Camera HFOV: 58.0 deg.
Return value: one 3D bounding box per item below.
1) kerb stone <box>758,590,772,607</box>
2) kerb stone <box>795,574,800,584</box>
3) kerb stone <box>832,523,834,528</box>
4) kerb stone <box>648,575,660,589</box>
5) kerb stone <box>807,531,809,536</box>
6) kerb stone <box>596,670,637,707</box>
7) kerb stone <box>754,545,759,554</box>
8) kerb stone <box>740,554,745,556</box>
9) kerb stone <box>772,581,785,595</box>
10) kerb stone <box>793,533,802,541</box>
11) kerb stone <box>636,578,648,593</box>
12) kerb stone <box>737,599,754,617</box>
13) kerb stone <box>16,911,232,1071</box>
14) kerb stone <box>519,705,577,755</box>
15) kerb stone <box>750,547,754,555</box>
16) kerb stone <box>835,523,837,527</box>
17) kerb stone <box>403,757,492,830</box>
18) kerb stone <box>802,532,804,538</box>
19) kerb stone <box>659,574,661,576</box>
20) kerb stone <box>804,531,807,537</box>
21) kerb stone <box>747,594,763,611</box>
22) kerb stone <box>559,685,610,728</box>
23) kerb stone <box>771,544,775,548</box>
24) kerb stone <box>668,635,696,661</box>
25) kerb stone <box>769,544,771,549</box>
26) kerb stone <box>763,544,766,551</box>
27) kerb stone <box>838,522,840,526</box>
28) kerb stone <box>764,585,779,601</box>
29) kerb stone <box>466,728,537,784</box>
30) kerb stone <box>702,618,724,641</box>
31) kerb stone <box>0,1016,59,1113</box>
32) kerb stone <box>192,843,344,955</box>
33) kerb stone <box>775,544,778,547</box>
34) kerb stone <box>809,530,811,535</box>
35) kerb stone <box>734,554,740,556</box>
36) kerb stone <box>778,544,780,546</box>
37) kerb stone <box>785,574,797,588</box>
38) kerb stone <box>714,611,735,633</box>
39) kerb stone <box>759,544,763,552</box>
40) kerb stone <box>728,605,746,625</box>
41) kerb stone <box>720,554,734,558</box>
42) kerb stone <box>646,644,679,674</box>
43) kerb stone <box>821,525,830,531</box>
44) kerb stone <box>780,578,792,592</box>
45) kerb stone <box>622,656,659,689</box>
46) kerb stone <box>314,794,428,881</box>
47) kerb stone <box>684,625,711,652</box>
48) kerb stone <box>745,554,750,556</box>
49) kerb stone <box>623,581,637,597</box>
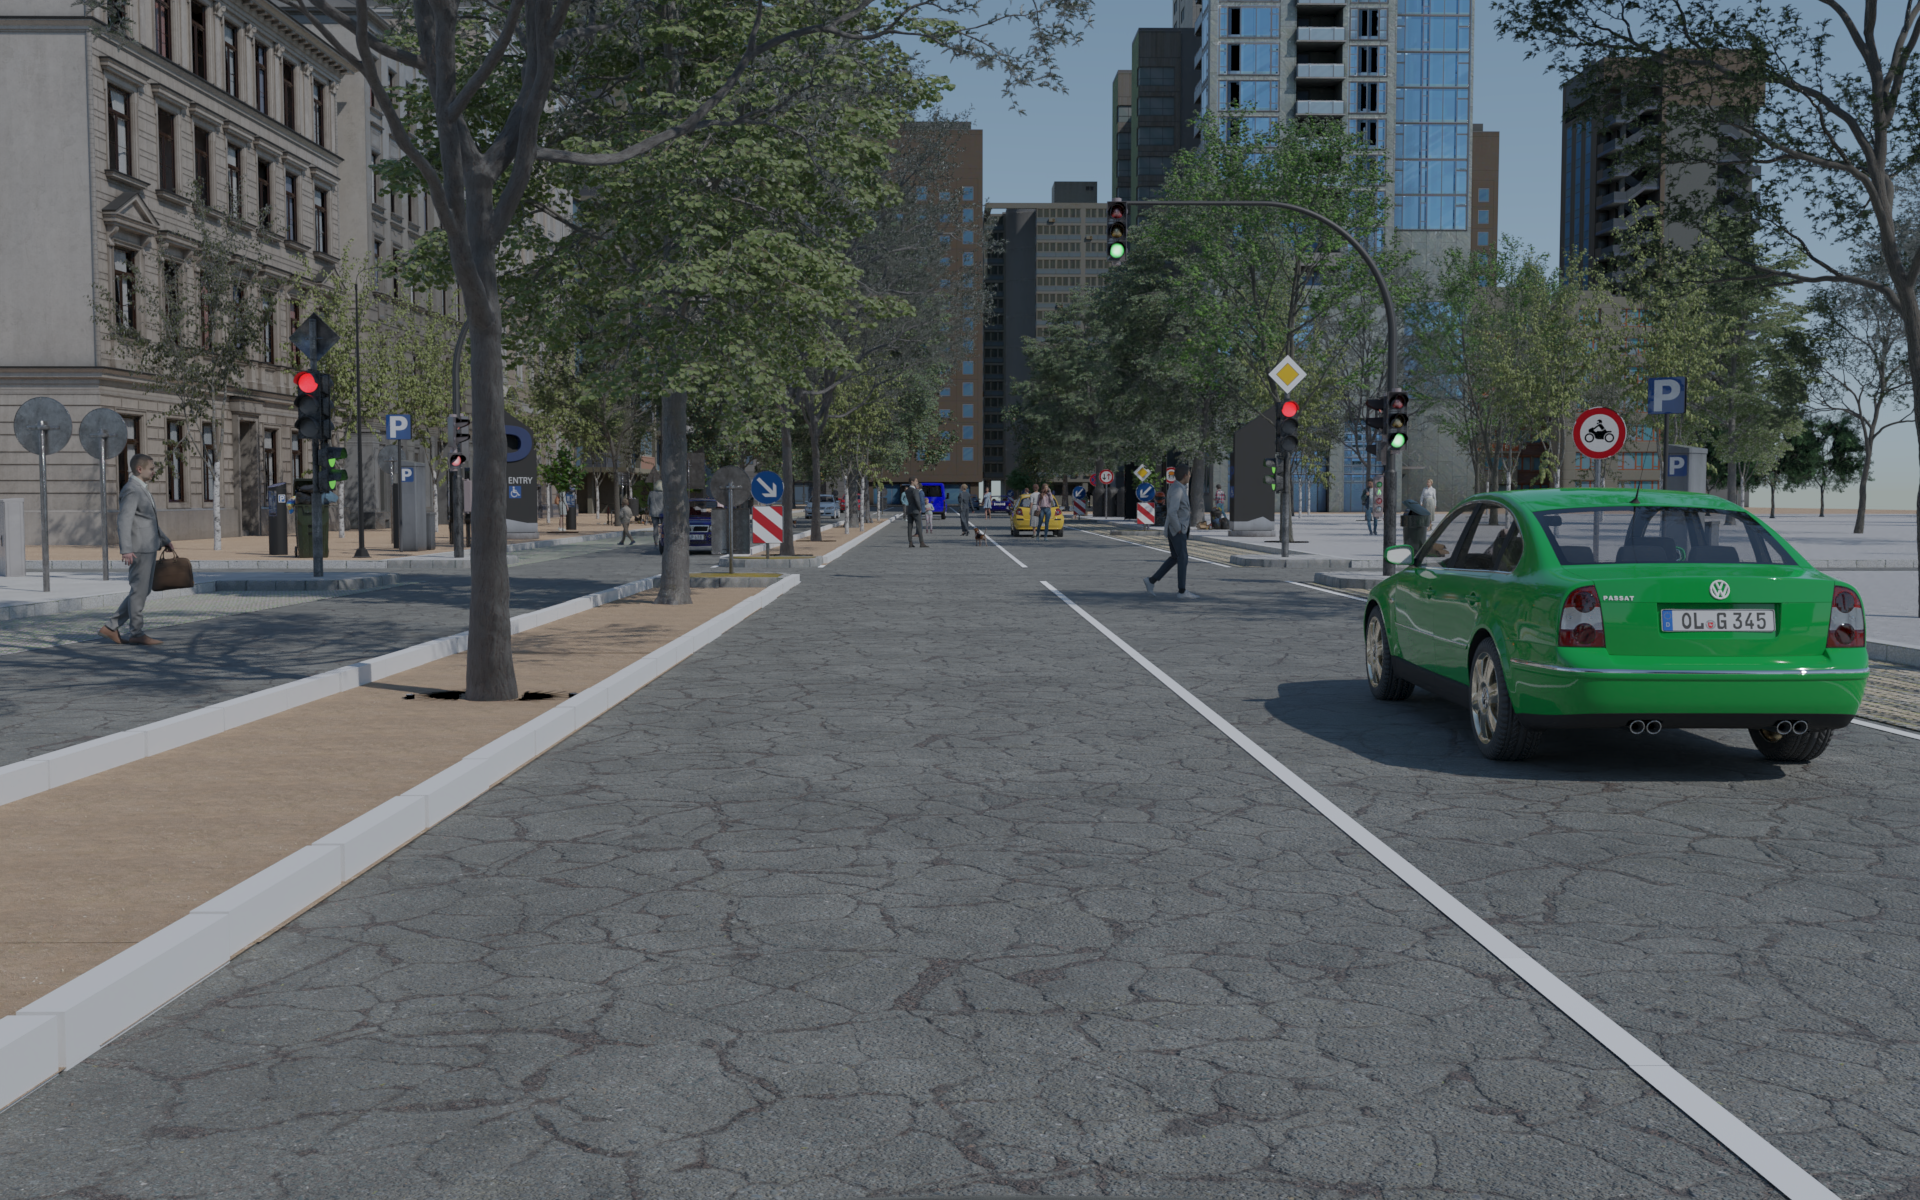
[{"bbox_3d":[-2.555,0.001,22.262,0.120,0.150,1.000,0,4,-1],"label":"kerb stone"},{"bbox_3d":[-2.634,-0.310,27.376,0.120,0.150,1.000,0,4,-1],"label":"kerb stone"},{"bbox_3d":[-5.424,-3.042,71.940,0.120,0.150,1.000,0,4,-1],"label":"kerb stone"},{"bbox_3d":[-4.725,-0.249,26.267,0.120,0.150,1.000,0,4,-1],"label":"kerb stone"},{"bbox_3d":[-5.202,-2.165,57.598,0.120,0.150,1.000,0,4,-1],"label":"kerb stone"},{"bbox_3d":[-2.401,0.626,11.992,0.120,0.150,1.000,0,4,-1],"label":"kerb stone"},{"bbox_3d":[-4.952,-1.161,41.171,0.120,0.150,1.000,0,4,-1],"label":"kerb stone"},{"bbox_3d":[-4.905,-0.972,38.095,0.120,0.150,1.000,0,4,-1],"label":"kerb stone"},{"bbox_3d":[-2.597,-0.129,24.308,0.120,0.150,1.000,0,4,-1],"label":"kerb stone"},{"bbox_3d":[-5.158,-1.977,54.527,0.120,0.150,1.000,0,4,-1],"label":"kerb stone"},{"bbox_3d":[-4.719,-0.186,25.235,0.120,0.150,1.000,0,4,-1],"label":"kerb stone"},{"bbox_3d":[-2.540,0.126,20.208,0.120,0.150,1.000,0,4,-1],"label":"kerb stone"},{"bbox_3d":[-2.286,1.064,4.794,0.120,0.150,1.000,0,4,-1],"label":"kerb stone"},{"bbox_3d":[-2.375,0.753,9.927,0.120,0.150,1.000,0,4,-1],"label":"kerb stone"},{"bbox_3d":[-4.939,-1.098,40.146,0.120,0.150,1.000,0,4,-1],"label":"kerb stone"},{"bbox_3d":[-5.452,-3.166,73.984,0.120,0.150,1.000,0,4,-1],"label":"kerb stone"},{"bbox_3d":[-2.333,0.875,7.884,0.120,0.150,1.000,0,4,-1],"label":"kerb stone"},{"bbox_3d":[-5.174,-2.038,55.550,0.120,0.150,1.000,0,4,-1],"label":"kerb stone"},{"bbox_3d":[-4.733,-0.312,27.296,0.120,0.150,1.000,0,4,-1],"label":"kerb stone"},{"bbox_3d":[-5.187,-2.101,56.572,0.120,0.150,1.000,0,4,-1],"label":"kerb stone"},{"bbox_3d":[-2.554,0.059,21.233,0.120,0.150,1.000,0,4,-1],"label":"kerb stone"},{"bbox_3d":[-2.388,0.687,10.960,0.120,0.150,1.000,0,4,-1],"label":"kerb stone"},{"bbox_3d":[-5.013,-1.410,45.275,0.120,0.150,1.000,0,4,-1],"label":"kerb stone"},{"bbox_3d":[-2.452,0.438,15.070,0.120,0.150,1.000,0,4,-1],"label":"kerb stone"},{"bbox_3d":[-5.003,-1.349,44.246,0.120,0.150,1.000,0,4,-1],"label":"kerb stone"},{"bbox_3d":[-4.985,-1.286,43.221,0.120,0.150,1.000,0,4,-1],"label":"kerb stone"},{"bbox_3d":[-5.488,-3.294,76.046,0.120,0.150,1.000,0,4,-1],"label":"kerb stone"},{"bbox_3d":[-2.570,-0.067,23.284,0.120,0.150,1.000,0,4,-1],"label":"kerb stone"},{"bbox_3d":[-2.362,0.813,8.905,0.120,0.150,1.000,0,4,-1],"label":"kerb stone"},{"bbox_3d":[-2.481,0.312,17.128,0.120,0.150,1.000,0,4,-1],"label":"kerb stone"},{"bbox_3d":[-2.276,1.128,3.769,0.120,0.150,1.000,0,4,-1],"label":"kerb stone"},{"bbox_3d":[-2.314,1.001,5.824,0.120,0.150,1.000,0,4,-1],"label":"kerb stone"},{"bbox_3d":[-5.031,-1.474,46.297,0.120,0.150,1.000,0,4,-1],"label":"kerb stone"},{"bbox_3d":[-5.221,-2.228,58.624,0.120,0.150,1.000,0,4,-1],"label":"kerb stone"},{"bbox_3d":[-4.884,-0.907,37.071,0.120,0.150,1.000,0,4,-1],"label":"kerb stone"},{"bbox_3d":[-5.038,-1.536,47.319,0.120,0.150,1.000,0,4,-1],"label":"kerb stone"},{"bbox_3d":[-2.623,-0.254,26.354,0.120,0.150,1.000,0,4,-1],"label":"kerb stone"},{"bbox_3d":[-2.500,0.249,18.159,0.120,0.150,1.000,0,4,-1],"label":"kerb stone"},{"bbox_3d":[-4.968,-1.223,42.193,0.120,0.150,1.000,0,4,-1],"label":"kerb stone"},{"bbox_3d":[-2.514,0.191,19.181,0.120,0.150,1.000,0,4,-1],"label":"kerb stone"},{"bbox_3d":[-4.877,-0.842,36.042,0.120,0.150,1.000,0,4,-1],"label":"kerb stone"},{"bbox_3d":[-2.437,0.499,14.042,0.120,0.150,1.000,0,4,-1],"label":"kerb stone"},{"bbox_3d":[-5.376,-2.849,68.861,0.120,0.150,1.000,0,4,-1],"label":"kerb stone"},{"bbox_3d":[-2.603,-0.192,25.332,0.120,0.150,1.000,0,4,-1],"label":"kerb stone"},{"bbox_3d":[-2.422,0.565,13.014,0.120,0.150,1.000,0,4,-1],"label":"kerb stone"},{"bbox_3d":[-2.326,0.938,6.859,0.120,0.150,1.000,0,4,-1],"label":"kerb stone"},{"bbox_3d":[-2.462,0.373,16.092,0.120,0.150,1.000,0,4,-1],"label":"kerb stone"},{"bbox_3d":[-4.921,-1.034,39.121,0.120,0.150,1.000,0,4,-1],"label":"kerb stone"},{"bbox_3d":[-4.691,-0.123,24.210,0.120,0.150,1.000,0,4,-1],"label":"kerb stone"}]
